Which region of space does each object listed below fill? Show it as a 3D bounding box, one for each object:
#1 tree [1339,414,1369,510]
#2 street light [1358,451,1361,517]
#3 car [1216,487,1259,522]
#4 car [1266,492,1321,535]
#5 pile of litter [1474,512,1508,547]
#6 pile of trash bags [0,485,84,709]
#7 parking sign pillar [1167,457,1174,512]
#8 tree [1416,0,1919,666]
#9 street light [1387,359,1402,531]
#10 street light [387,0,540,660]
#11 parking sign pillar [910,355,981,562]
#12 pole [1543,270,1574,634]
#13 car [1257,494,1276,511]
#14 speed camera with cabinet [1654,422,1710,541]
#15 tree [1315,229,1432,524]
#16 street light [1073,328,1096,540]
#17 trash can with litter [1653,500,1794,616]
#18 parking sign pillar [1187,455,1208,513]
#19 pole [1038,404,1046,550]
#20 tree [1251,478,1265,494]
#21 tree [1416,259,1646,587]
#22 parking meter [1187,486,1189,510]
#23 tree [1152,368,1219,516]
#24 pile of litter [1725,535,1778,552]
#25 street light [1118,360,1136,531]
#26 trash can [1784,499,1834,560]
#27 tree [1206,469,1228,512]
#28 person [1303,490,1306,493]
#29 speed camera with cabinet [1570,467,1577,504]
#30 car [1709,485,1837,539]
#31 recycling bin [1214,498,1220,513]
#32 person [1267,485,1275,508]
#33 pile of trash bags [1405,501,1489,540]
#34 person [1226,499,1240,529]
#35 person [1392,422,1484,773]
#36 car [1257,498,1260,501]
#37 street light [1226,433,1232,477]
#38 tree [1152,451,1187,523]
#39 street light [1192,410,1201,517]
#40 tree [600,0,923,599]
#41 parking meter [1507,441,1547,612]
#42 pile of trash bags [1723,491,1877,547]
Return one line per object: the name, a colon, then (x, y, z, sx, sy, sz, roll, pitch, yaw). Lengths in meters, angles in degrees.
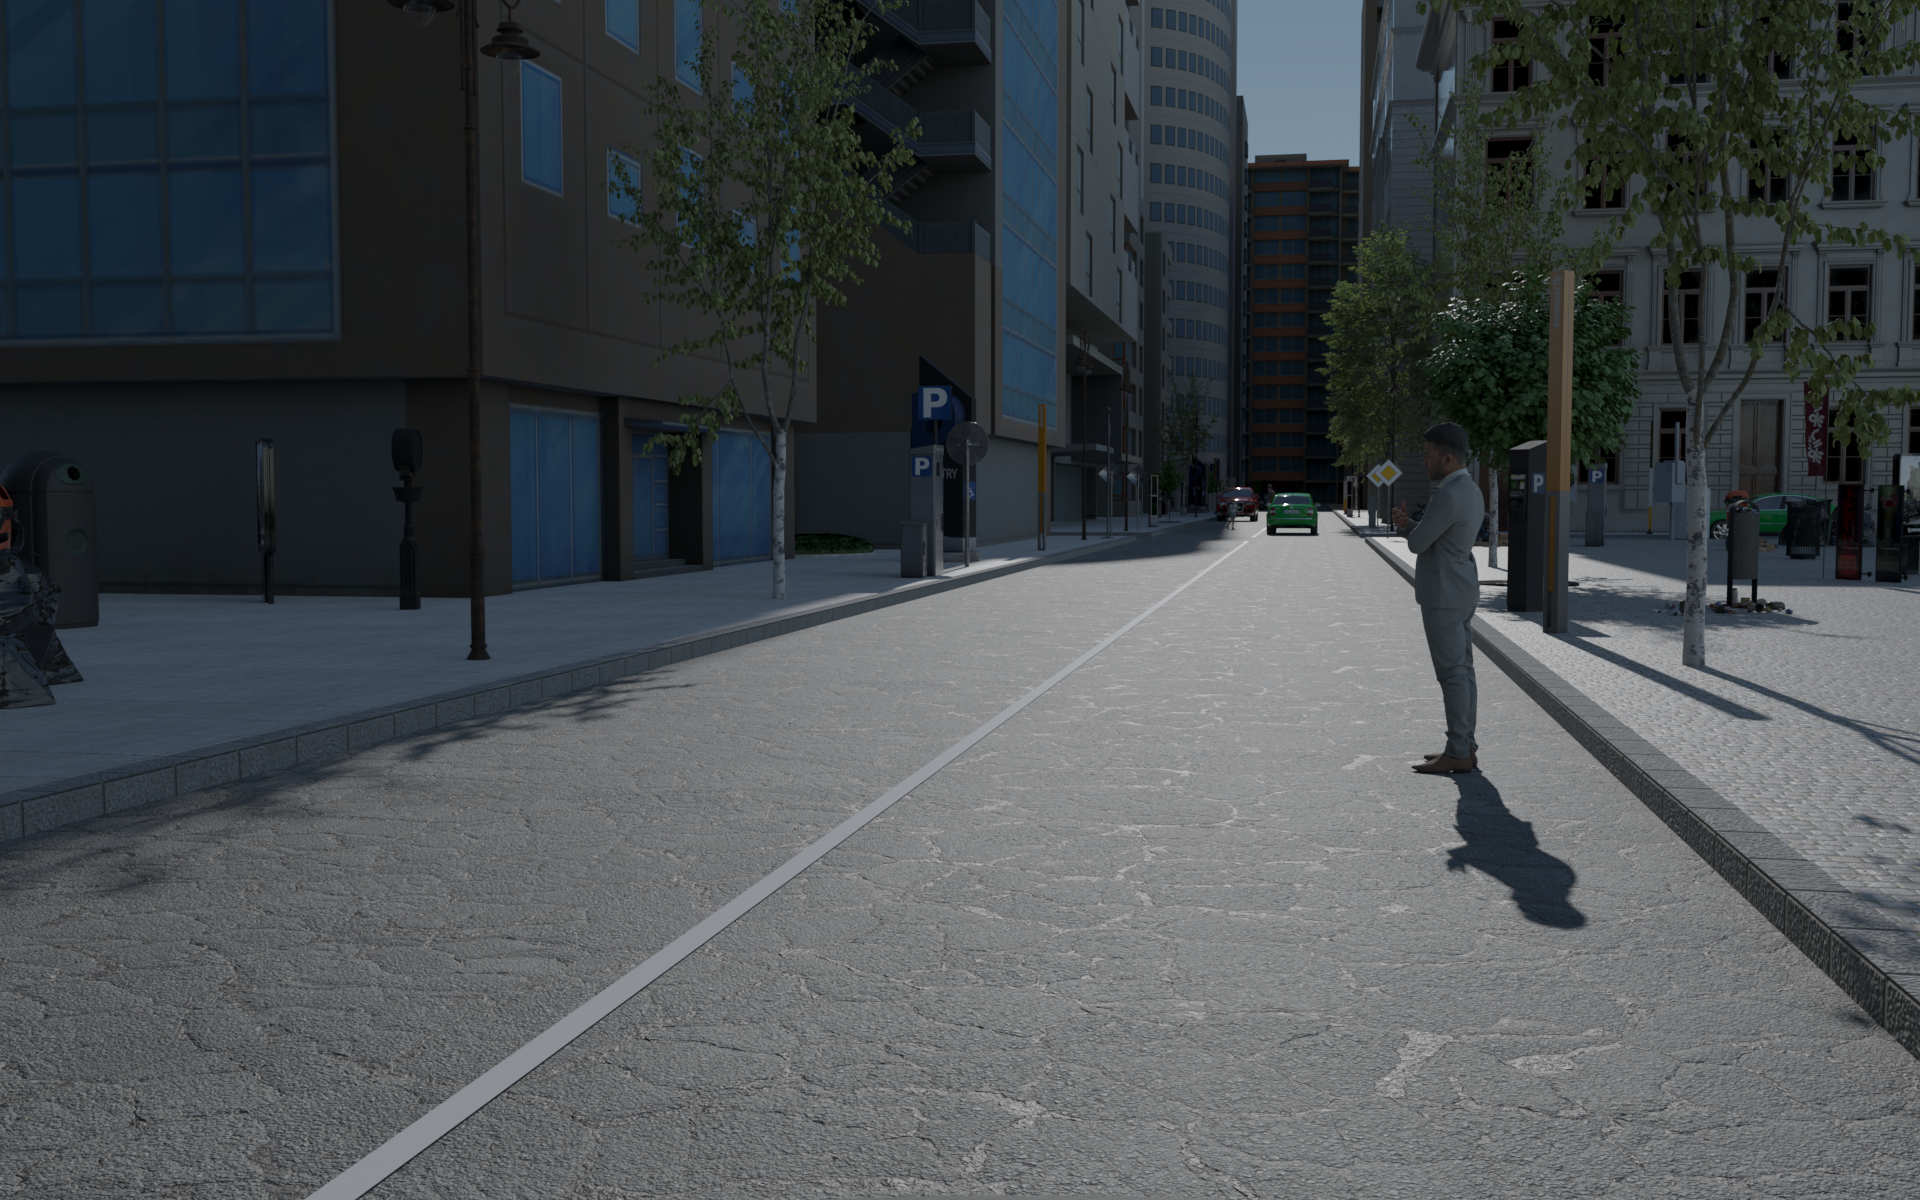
tree: (31.198, -11.315, 135.359, 4.360, 8.622, 3.978, 0, 3, 0)
street light: (21.998, -7.493, 95.299, 0.468, 5.910, 1.993, 1, 4, 11)
car: (14.811, -5.114, 92.294, 2.281, 1.827, 5.304, 1, 4, 12)
car: (12.035, -3.290, 62.584, 1.959, 1.807, 4.718, 1, 4, 12)
pile of litter: (13.195, -1.767, 42.856, 1.719, 0.858, 1.176, -1, 4, -15)
pile of trash bags: (-6.823, -0.104, 11.459, 1.912, 1.369, 3.447, -1, 4, -18)
parking sign pillar: (14.930, -8.407, 125.922, 1.447, 3.967, 1.447, -1, 4, -20)
tree: (5.393, -3.802, 12.527, 4.737, 8.622, 4.395, 0, 3, 0)
street light: (14.845, -5.294, 59.338, 0.468, 5.910, 1.993, 1, 4, 11)
street light: (-3.737, -2.476, 13.267, 0.468, 5.910, 1.993, 1, 4, 11)
parking sign pillar: (-0.323, -2.731, 33.123, 1.447, 3.967, 1.447, 3, 4, 38)
pole: (5.506, -1.351, 15.928, 0.158, 3.312, 0.155, 0, 3, 0)
car: (27.029, -8.662, 151.413, 2.009, 1.686, 4.222, 1, 4, 13)
speed camera with cabinet: (20.185, -3.305, 48.375, 2.038, 3.252, 0.660, -3, 4, -38)
tree: (18.796, -9.584, 74.828, 7.486, 12.596, 7.792, 0, 3, 0)
street light: (3.471, -4.617, 48.277, 0.468, 5.910, 1.993, 1, 4, 11)
trash can with litter: (8.299, -0.489, 19.050, 2.233, 1.210, 1.678, -3, 4, -36)
parking sign pillar: (15.886, -7.796, 115.941, 1.447, 3.967, 1.447, -2, 4, -34)
pole: (1.867, -2.784, 39.366, 0.158, 3.312, 0.155, 0, 3, 0)
tree: (34.181, -12.499, 198.967, 1.663, 3.219, 1.824, 0, 3, 0)
tree: (8.096, -2.495, 24.506, 4.285, 4.588, 4.351, 0, 3, 0)
parking meter: (16.572, -7.411, 126.888, 0.255, 1.863, 0.399, 2, 4, 28)
tree: (13.208, -9.280, 102.096, 4.737, 8.622, 4.395, 0, 3, 0)
pile of litter: (17.941, -1.546, 39.235, 1.719, 0.858, 1.176, -3, 5, -44)
street light: (5.769, -5.328, 59.900, 0.468, 5.910, 1.993, 1, 4, 11)
trash can: (16.618, -1.374, 34.117, 0.748, 1.137, 0.748, 0, 3, 0)
tree: (17.785, -7.807, 122.245, 1.663, 3.219, 1.824, 0, 3, 0)
person: (29.855, -8.658, 150.190, 0.705, 1.807, 1.348, 1, 4, 13)
speed camera with cabinet: (18.835, -3.771, 55.995, 2.038, 3.252, 0.660, 1, 4, 11)
car: (23.842, -2.588, 51.106, 4.718, 1.807, 1.959, 1, 4, 13)
recycling bin: (17.722, -6.428, 117.653, 0.722, 1.027, 0.722, 2, 4, 28)
person: (13.696, -4.141, 76.122, 0.836, 1.842, 0.656, -3, 5, -39)
pile of trash bags: (14.127, -2.313, 47.566, 3.447, 1.369, 1.912, -1, 4, -9)
person: (11.165, -3.503, 70.794, 0.505, 1.210, 0.382, -1, 4, -16)
person: (2.493, -0.023, 9.059, 0.466, 1.800, 0.511, 1, 4, 16)
car: (29.318, -9.331, 164.358, 2.131, 1.459, 4.920, 1, 4, 12)
street light: (20.166, -9.608, 129.881, 0.468, 5.910, 1.993, 1, 4, 11)
tree: (9.321, -5.105, 78.063, 1.663, 3.219, 1.824, 0, 3, 0)
street light: (12.964, -7.474, 94.991, 0.468, 5.910, 1.993, 1, 4, 11)
tree: (-2.291, -4.330, 21.153, 4.737, 8.622, 4.395, 0, 3, 0)
parking meter: (6.184, -0.806, 18.892, 0.399, 1.863, 0.255, -2, 4, -35)
pile of trash bags: (20.818, -2.033, 42.999, 3.447, 1.369, 1.912, 1, 4, 22)
